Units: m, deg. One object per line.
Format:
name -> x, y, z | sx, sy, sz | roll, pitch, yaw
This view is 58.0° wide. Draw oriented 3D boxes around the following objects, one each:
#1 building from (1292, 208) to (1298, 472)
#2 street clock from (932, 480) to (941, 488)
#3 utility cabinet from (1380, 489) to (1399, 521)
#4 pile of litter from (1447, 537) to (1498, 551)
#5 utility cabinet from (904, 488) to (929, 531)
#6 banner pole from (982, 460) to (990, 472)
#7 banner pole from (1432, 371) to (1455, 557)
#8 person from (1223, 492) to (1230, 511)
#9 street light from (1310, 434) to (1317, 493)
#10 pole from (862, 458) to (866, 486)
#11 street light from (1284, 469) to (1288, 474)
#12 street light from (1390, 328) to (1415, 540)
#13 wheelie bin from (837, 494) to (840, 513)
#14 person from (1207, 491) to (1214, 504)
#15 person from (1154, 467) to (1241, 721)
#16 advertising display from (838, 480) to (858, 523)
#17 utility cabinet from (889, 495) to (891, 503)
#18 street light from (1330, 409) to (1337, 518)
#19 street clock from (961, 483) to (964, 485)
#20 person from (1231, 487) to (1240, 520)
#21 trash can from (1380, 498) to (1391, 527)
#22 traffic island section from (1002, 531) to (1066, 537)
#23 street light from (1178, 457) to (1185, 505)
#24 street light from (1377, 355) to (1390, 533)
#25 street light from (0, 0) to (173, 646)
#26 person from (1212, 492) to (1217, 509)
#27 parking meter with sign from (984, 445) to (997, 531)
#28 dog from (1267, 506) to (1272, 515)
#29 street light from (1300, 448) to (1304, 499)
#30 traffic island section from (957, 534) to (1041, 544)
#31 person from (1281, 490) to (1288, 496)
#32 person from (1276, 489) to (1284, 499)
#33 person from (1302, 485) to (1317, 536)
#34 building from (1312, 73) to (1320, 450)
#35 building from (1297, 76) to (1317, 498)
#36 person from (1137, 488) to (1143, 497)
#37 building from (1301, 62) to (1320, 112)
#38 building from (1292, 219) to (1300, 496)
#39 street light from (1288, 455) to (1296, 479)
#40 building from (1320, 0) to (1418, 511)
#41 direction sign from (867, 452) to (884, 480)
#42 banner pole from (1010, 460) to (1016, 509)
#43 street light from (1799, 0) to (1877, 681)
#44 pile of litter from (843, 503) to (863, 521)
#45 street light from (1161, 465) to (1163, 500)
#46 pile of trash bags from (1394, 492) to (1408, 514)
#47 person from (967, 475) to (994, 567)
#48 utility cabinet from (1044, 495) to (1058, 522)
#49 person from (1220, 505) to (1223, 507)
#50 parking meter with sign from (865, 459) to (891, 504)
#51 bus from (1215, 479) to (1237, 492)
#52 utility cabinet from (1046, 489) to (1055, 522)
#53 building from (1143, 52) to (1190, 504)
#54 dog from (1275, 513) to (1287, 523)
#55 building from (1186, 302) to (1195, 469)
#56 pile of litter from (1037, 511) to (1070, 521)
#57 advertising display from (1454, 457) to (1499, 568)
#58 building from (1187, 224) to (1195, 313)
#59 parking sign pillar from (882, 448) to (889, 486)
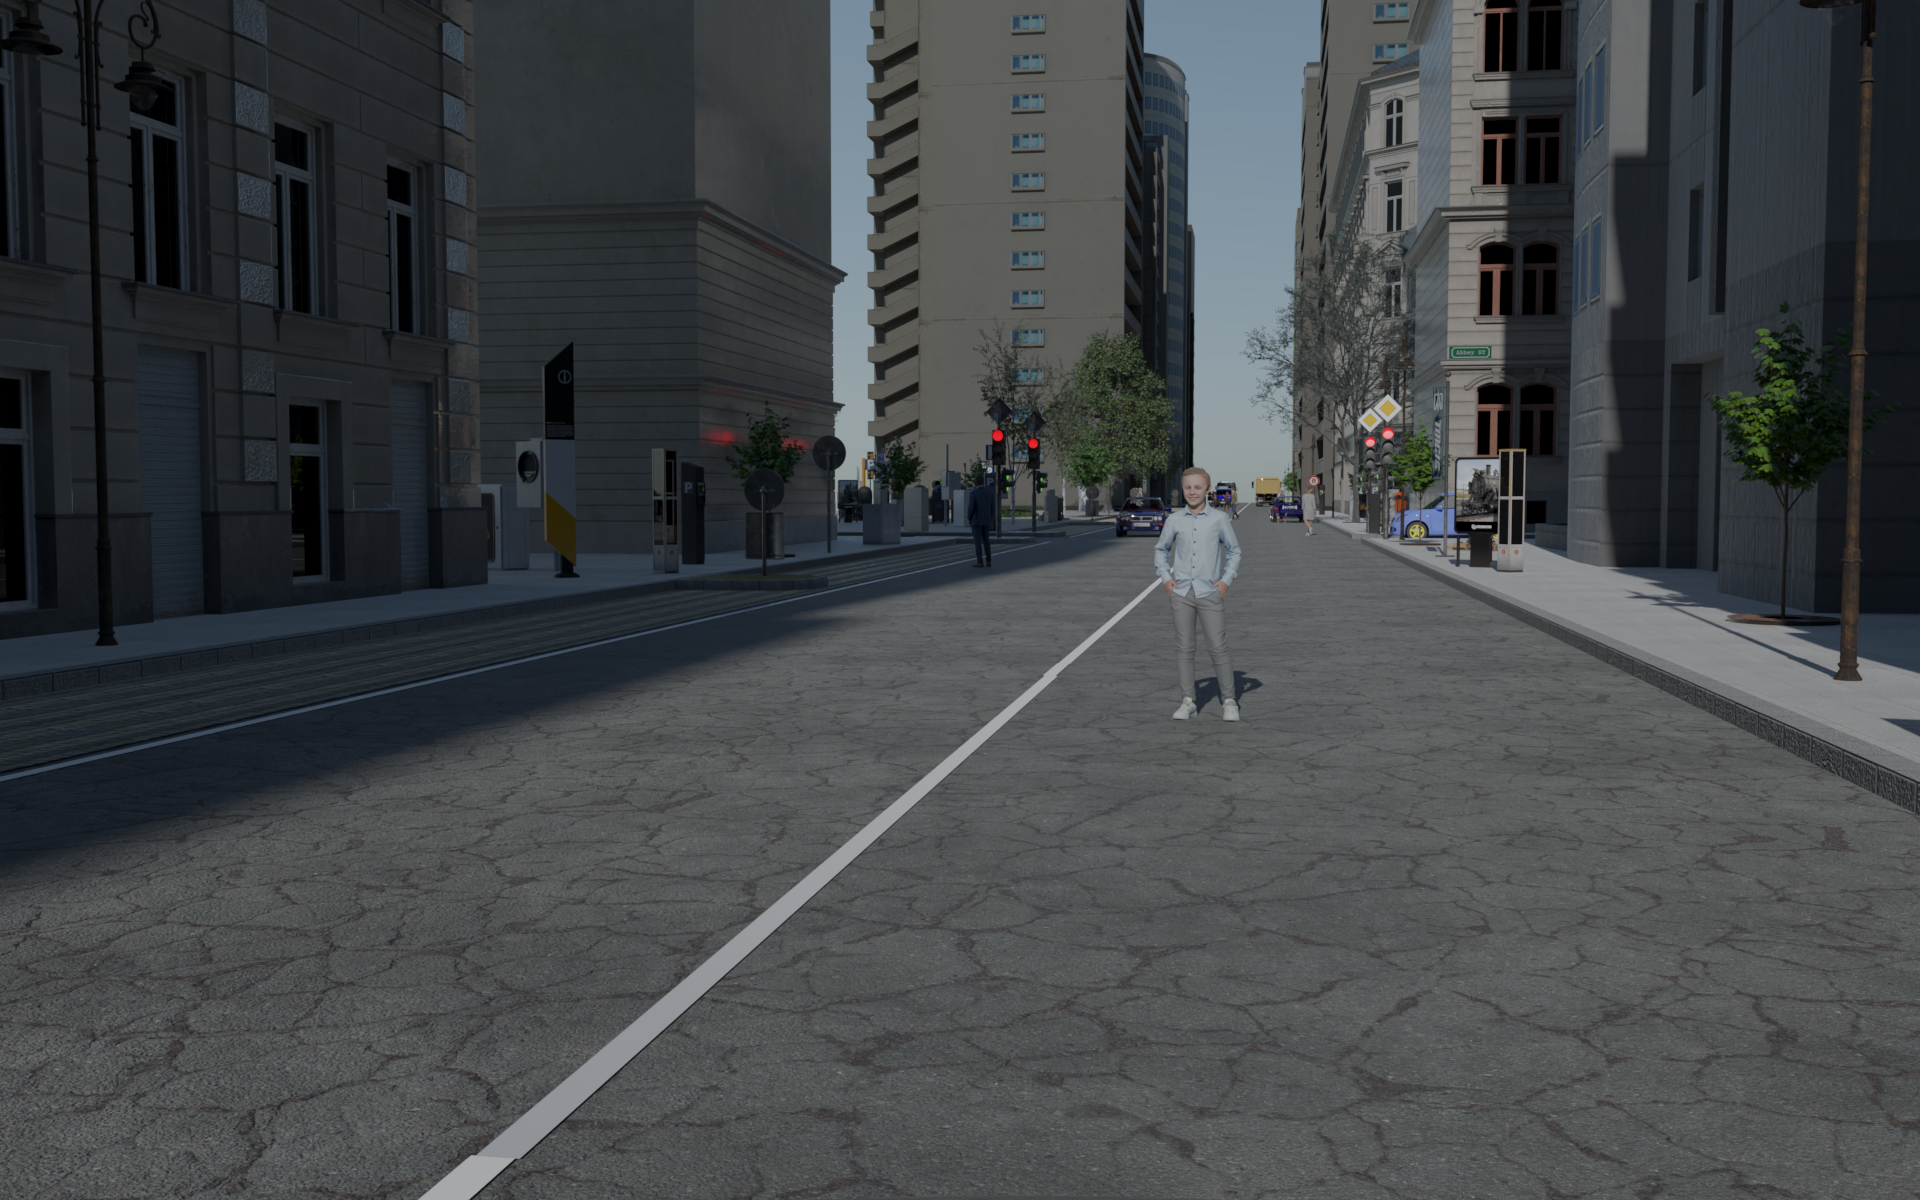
building -> 63.917, -39.818, 274.725 | 21.300, 48.544, 21.600 | 1, 4, 10
street clock -> -1.252, -5.348, 92.003 | 0.358, 2.002, 0.471 | 3, 5, 43
utility cabinet -> 20.308, -4.509, 82.404 | 0.318, 1.500, 1.173 | -3, 4, -37
pile of litter -> 11.776, -1.560, 39.477 | 1.176, 0.858, 1.719 | 0, 4, -5
utility cabinet -> -1.492, -3.110, 59.533 | 0.318, 1.500, 1.173 | -2, 4, -33
banner pole -> 1.705, -7.673, 115.462 | 0.863, 3.779, 0.401 | 0, 4, -8
banner pole -> 9.883, -2.787, 35.577 | 0.401, 3.779, 0.863 | -1, 4, -12
person -> 22.497, -8.329, 146.153 | 0.593, 1.643, 0.415 | -1, 4, -9
street light -> 26.994, -9.783, 132.740 | 0.468, 5.910, 1.993 | 1, 4, 10
pole -> -5.457, -6.389, 98.297 | 0.158, 3.312, 0.155 | 0, 3, 0
street light -> 47.513, -16.999, 250.715 | 0.468, 5.910, 1.993 | 1, 4, 10
street light -> 12.368, -4.617, 48.269 | 0.468, 5.910, 1.993 | 1, 4, 10
wheelie bin -> -7.283, -6.133, 108.188 | 0.693, 1.594, 0.980 | 3, 4, 37
person -> 29.737, -11.926, 203.486 | 1.348, 1.824, 0.705 | 1, 4, 16
person -> 1.510, -0.045, 11.044 | 0.589, 1.601, 0.330 | 2, 4, 25
advertising display -> -5.013, -4.422, 77.507 | 0.974, 1.923, 0.123 | -2, 4, -30
utility cabinet -> -5.187, -6.439, 116.433 | 1.020, 1.237, 0.306 | -1, 4, -9
street light -> 20.276, -7.411, 93.956 | 0.468, 5.910, 1.993 | 1, 4, 10
street clock -> 0.118, -7.452, 126.413 | 0.358, 2.002, 0.471 | -2, 4, -33
person -> 15.455, -5.456, 97.618 | 0.836, 1.842, 0.656 | -3, 5, -42
trash can -> 16.665, -3.471, 68.407 | 0.748, 1.137, 0.748 | 0, 3, 0
traffic island section -> 2.488, -2.228, 58.703 | 2.009, 0.180, 2.903 | 1, 4, 10
street light -> 27.890, -14.906, 216.504 | 0.468, 5.910, 1.993 | 1, 4, 10
street light -> 14.105, -5.185, 57.557 | 0.468, 5.910, 1.993 | 1, 4, 10
street light -> -7.241, -2.552, 14.519 | 0.468, 5.910, 1.993 | 1, 4, 10
person -> 21.232, -8.219, 144.344 | 0.415, 1.643, 0.593 | -1, 4, -17
parking meter with sign -> 1.066, -3.916, 60.289 | 0.543, 3.016, 1.738 | 0, 4, 8
dog -> 20.942, -6.156, 117.491 | 0.800, 0.831, 0.513 | 0, 4, -8
street light -> 33.334, -12.007, 169.109 | 0.468, 5.910, 1.993 | 1, 4, 10
traffic island section -> 1.124, -1.746, 50.835 | 2.009, 0.180, 2.903 | 1, 4, 10
person -> 29.259, -9.015, 156.431 | 0.750, 1.759, 0.617 | -1, 4, -12
person -> 21.072, -6.445, 114.270 | 0.834, 1.777, 0.661 | -3, 5, -44
person -> 12.032, -3.079, 59.584 | 0.466, 1.731, 0.760 | -1, 4, -10
building -> 45.249, -31.231, 165.253 | 22.147, 44.769, 28.867 | 1, 4, 10
building -> 48.641, -34.732, 191.565 | 21.300, 48.544, 21.600 | 1, 4, 10
person -> 9.980, -5.287, 95.338 | 0.834, 1.777, 0.661 | 1, 4, 12
building -> 57.037, -42.453, 236.112 | 21.231, 58.520, 28.212 | 1, 4, 10
building -> 56.878, -35.137, 258.090 | 14.154, 41.232, 14.086 | 1, 4, 10
street light -> 41.235, -14.774, 214.335 | 0.468, 5.910, 1.993 | 1, 4, 10
building -> 40.237, -31.605, 140.443 | 21.300, 48.544, 21.600 | 1, 4, 10
direction sign -> -4.506, -6.137, 92.339 | 0.876, 3.537, 0.379 | 0, 4, -8
banner pole -> 3.846, -8.310, 125.885 | 0.401, 3.779, 0.863 | -2, 4, -31
street light -> 6.127, -2.384, 11.773 | 0.468, 5.910, 1.993 | 1, 4, 10
pile of litter -> -5.175, -4.251, 83.472 | 1.176, 0.858, 1.719 | 2, 4, 27
street light -> 19.948, -12.121, 170.960 | 0.468, 5.910, 1.993 | 1, 4, 10
pile of trash bags -> 21.027, -4.163, 77.817 | 1.912, 1.369, 3.447 | -3, 5, -45
person -> 0.426, -1.548, 33.991 | 0.721, 1.800, 0.419 | -3, 5, -41
utility cabinet -> 4.193, -4.198, 79.798 | 0.306, 1.237, 1.020 | -1, 4, -19
person -> 29.183, -11.278, 193.608 | 0.721, 1.735, 1.217 | 3, 5, 44
parking meter with sign -> -3.958, -5.469, 85.685 | 0.543, 3.016, 1.738 | -3, 4, -38
bus -> 36.432, -14.794, 236.739 | 2.948, 3.499, 13.247 | 1, 4, 9
utility cabinet -> 4.055, -4.238, 77.962 | 0.318, 1.500, 1.173 | 0, 4, -3
building -> 19.183, -42.147, 231.100 | 21.231, 58.520, 28.212 | 1, 4, 10
dog -> 15.700, -3.999, 84.679 | 0.406, 0.507, 0.540 | 2, 4, 31
building -> 28.641, -30.243, 266.172 | 14.160, 30.474, 14.107 | 1, 4, 10
pile of litter -> 4.862, -4.578, 88.811 | 1.719, 0.858, 1.176 | 0, 4, 6
advertising display -> 9.106, -1.529, 30.216 | 0.974, 1.923, 0.123 | 3, 5, 40
building -> 30.573, -38.508, 279.723 | 14.600, 45.320, 14.200 | 1, 4, 10
parking sign pillar -> -4.409, -6.950, 102.106 | 1.447, 3.967, 1.447 | 0, 4, -3
